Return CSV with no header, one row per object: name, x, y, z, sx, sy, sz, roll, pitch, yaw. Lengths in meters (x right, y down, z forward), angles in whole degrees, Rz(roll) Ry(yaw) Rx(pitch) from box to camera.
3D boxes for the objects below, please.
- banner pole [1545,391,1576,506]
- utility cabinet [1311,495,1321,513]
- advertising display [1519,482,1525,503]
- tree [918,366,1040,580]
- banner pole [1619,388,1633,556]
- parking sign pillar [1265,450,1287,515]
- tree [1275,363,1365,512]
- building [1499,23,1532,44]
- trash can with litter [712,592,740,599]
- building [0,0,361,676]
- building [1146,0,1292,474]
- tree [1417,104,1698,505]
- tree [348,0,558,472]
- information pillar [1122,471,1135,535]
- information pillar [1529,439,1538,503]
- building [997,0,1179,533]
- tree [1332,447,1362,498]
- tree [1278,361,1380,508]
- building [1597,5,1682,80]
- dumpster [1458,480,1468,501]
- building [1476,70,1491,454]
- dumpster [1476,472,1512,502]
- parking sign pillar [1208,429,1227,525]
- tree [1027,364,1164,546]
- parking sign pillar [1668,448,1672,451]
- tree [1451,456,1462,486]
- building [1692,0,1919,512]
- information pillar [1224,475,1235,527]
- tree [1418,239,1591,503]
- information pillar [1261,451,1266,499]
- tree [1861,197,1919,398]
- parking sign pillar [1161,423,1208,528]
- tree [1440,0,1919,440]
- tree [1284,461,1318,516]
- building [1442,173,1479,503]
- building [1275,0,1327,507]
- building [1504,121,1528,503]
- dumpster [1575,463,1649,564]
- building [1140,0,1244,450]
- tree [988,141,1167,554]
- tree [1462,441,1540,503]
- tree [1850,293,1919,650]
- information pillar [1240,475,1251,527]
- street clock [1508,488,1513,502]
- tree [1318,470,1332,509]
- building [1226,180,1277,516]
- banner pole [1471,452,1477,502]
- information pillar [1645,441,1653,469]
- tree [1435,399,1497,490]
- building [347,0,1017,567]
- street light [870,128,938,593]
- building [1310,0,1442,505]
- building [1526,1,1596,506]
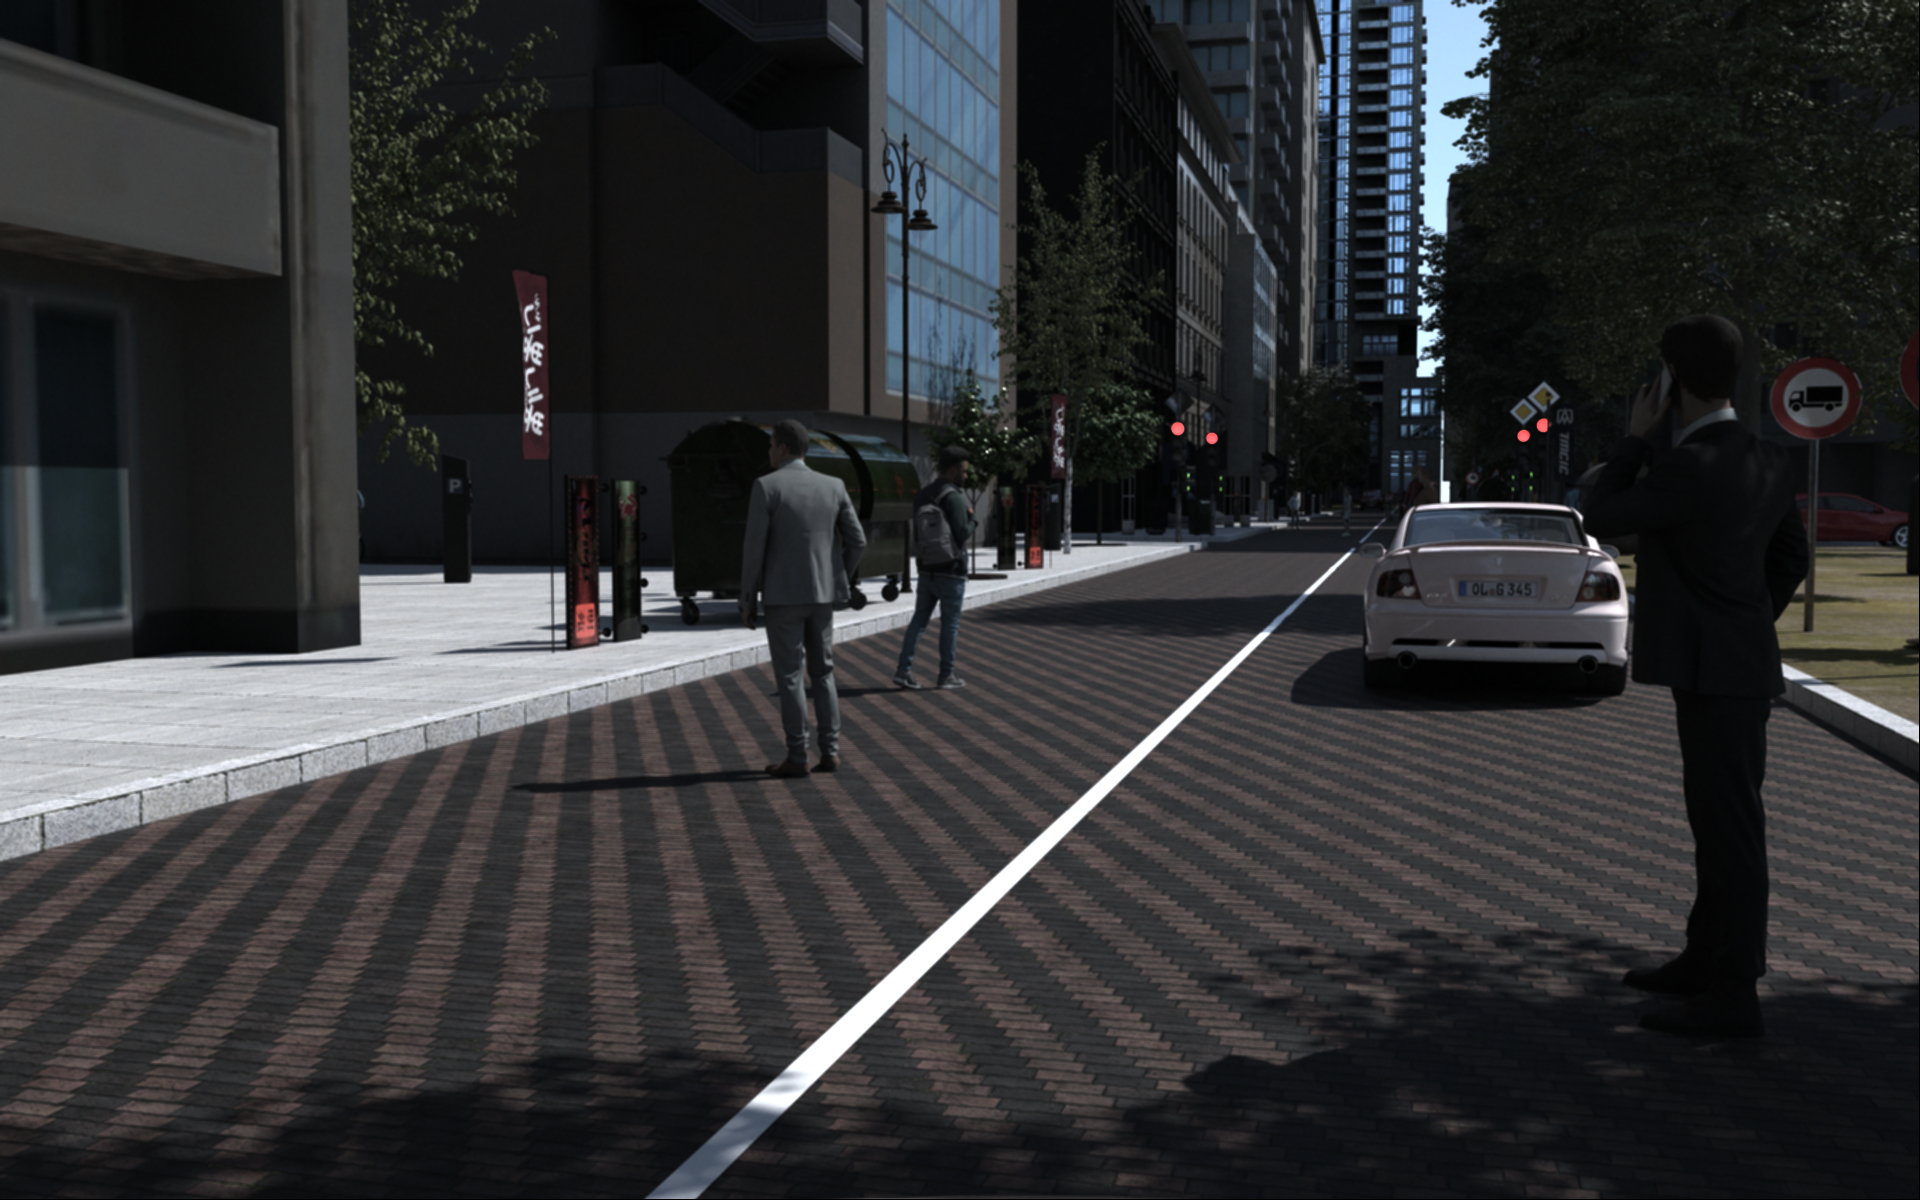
banner pole,14.579,-3.197,42.286,0.863,3.779,0.401,1,4,19
utility cabinet,23.548,-6.380,115.479,1.020,1.237,0.306,1,4,14
advertising display,26.294,-4.640,81.080,0.123,1.923,0.974,2,4,28
tree,0.098,-1.942,26.356,1.663,3.219,1.824,0,3,0
banner pole,13.884,-2.820,36.124,0.401,3.779,0.863,2,4,24
parking sign pillar,19.248,-7.166,105.632,1.447,3.967,1.447,1,4,18
tree,24.327,-11.487,122.232,8.767,10.594,7.601,1,4,14
building,52.863,-28.379,147.583,14.154,41.232,14.086,1,4,15
trash can with litter,-2.886,-0.614,21.424,0.624,1.170,1.055,0,4,-6
building,-18.038,-23.368,5.762,21.300,48.544,21.600,1,4,15
building,15.514,-32.062,143.817,23.786,49.044,30.456,1,4,15
tree,19.297,-9.138,56.067,9.857,13.997,8.962,0,3,0
tree,-6.603,-4.120,17.726,4.737,8.622,4.395,0,3,0
information pillar,5.304,-3.062,54.555,0.304,2.012,0.304,2,4,35
information pillar,20.600,-4.332,62.190,0.183,3.616,0.504,0,4,4
building,1.013,-14.411,65.297,12.332,23.373,15.834,1,4,15
tree,40.062,-14.131,181.401,4.360,8.622,3.978,0,3,0
tree,34.783,-15.720,163.677,9.857,13.997,8.962,0,3,0
building,39.774,-19.402,88.920,14.160,30.474,14.107,1,4,15
dumpster,32.472,-6.581,110.094,1.502,2.255,1.985,1,4,14
building,56.209,-29.214,161.241,14.154,41.232,14.086,1,4,15
dumpster,24.143,-4.640,78.364,1.502,2.255,1.985,1,4,15
parking sign pillar,10.371,-5.089,71.683,1.447,3.967,1.447,0,4,-4
tree,3.396,-3.637,43.178,4.285,4.588,4.351,0,3,0
parking sign pillar,34.158,-5.767,82.767,1.447,3.967,1.447,-3,5,-44
tree,37.737,-8.777,127.224,4.285,4.588,4.351,0,3,0
building,39.345,-22.579,61.045,23.993,40.220,32.217,1,4,15
information pillar,10.540,-3.872,67.796,0.304,2.012,0.304,2,4,34
tree,21.747,-8.649,67.172,9.928,11.665,9.643,0,3,0
information pillar,16.561,-6.289,94.186,0.183,3.616,0.504,-2,4,-27
tree,21.869,-5.315,37.261,4.737,8.622,4.395,0,3,0
parking sign pillar,8.254,-4.705,65.394,1.447,3.967,1.447,3,5,39
tree,9.918,-6.386,22.541,7.486,12.596,7.792,0,3,0
tree,19.539,-6.490,100.705,1.663,3.219,1.824,0,3,0
building,66.663,-32.327,212.142,14.086,41.232,14.154,1,4,15
building,24.376,-36.508,186.150,27.495,52.752,28.713,1,4,15
building,49.536,-22.161,134.040,14.160,30.474,14.107,1,4,15
dumpster,11.708,-1.538,30.902,1.264,1.857,1.865,1,4,15
building,4.914,-15.613,88.552,16.112,22.955,30.059,1,4,15
tree,2.340,-5.302,37.057,4.737,8.622,4.395,0,3,0
tree,27.168,-6.216,85.339,4.285,4.588,4.351,0,3,0
tree,8.413,-1.192,14.085,1.663,3.219,1.824,0,3,0
information pillar,11.217,-3.888,68.058,0.304,2.012,0.304,-1,4,-18
street clock,30.622,-5.622,96.486,0.358,2.002,0.471,1,4,9
tree,28.833,-8.744,137.570,1.663,3.219,1.824,0,3,0
building,14.318,-15.669,110.945,10.420,20.320,16.860,1,4,15
banner pole,30.465,-6.887,102.627,0.401,3.779,0.863,0,4,-6
information pillar,29.483,-5.066,74.181,0.183,3.616,0.504,0,4,-6
tree,34.857,-10.255,118.038,4.737,8.622,4.395,0,3,0
building,-7.213,-23.654,36.858,14.200,45.320,14.600,1,4,15
street light,-0.702,-3.033,22.373,0.468,5.910,1.993,1,4,15
building,45.710,-55.535,220.668,31.000,86.520,22.319,1,4,15
building,43.914,-28.142,110.240,14.600,45.320,14.200,1,4,15
